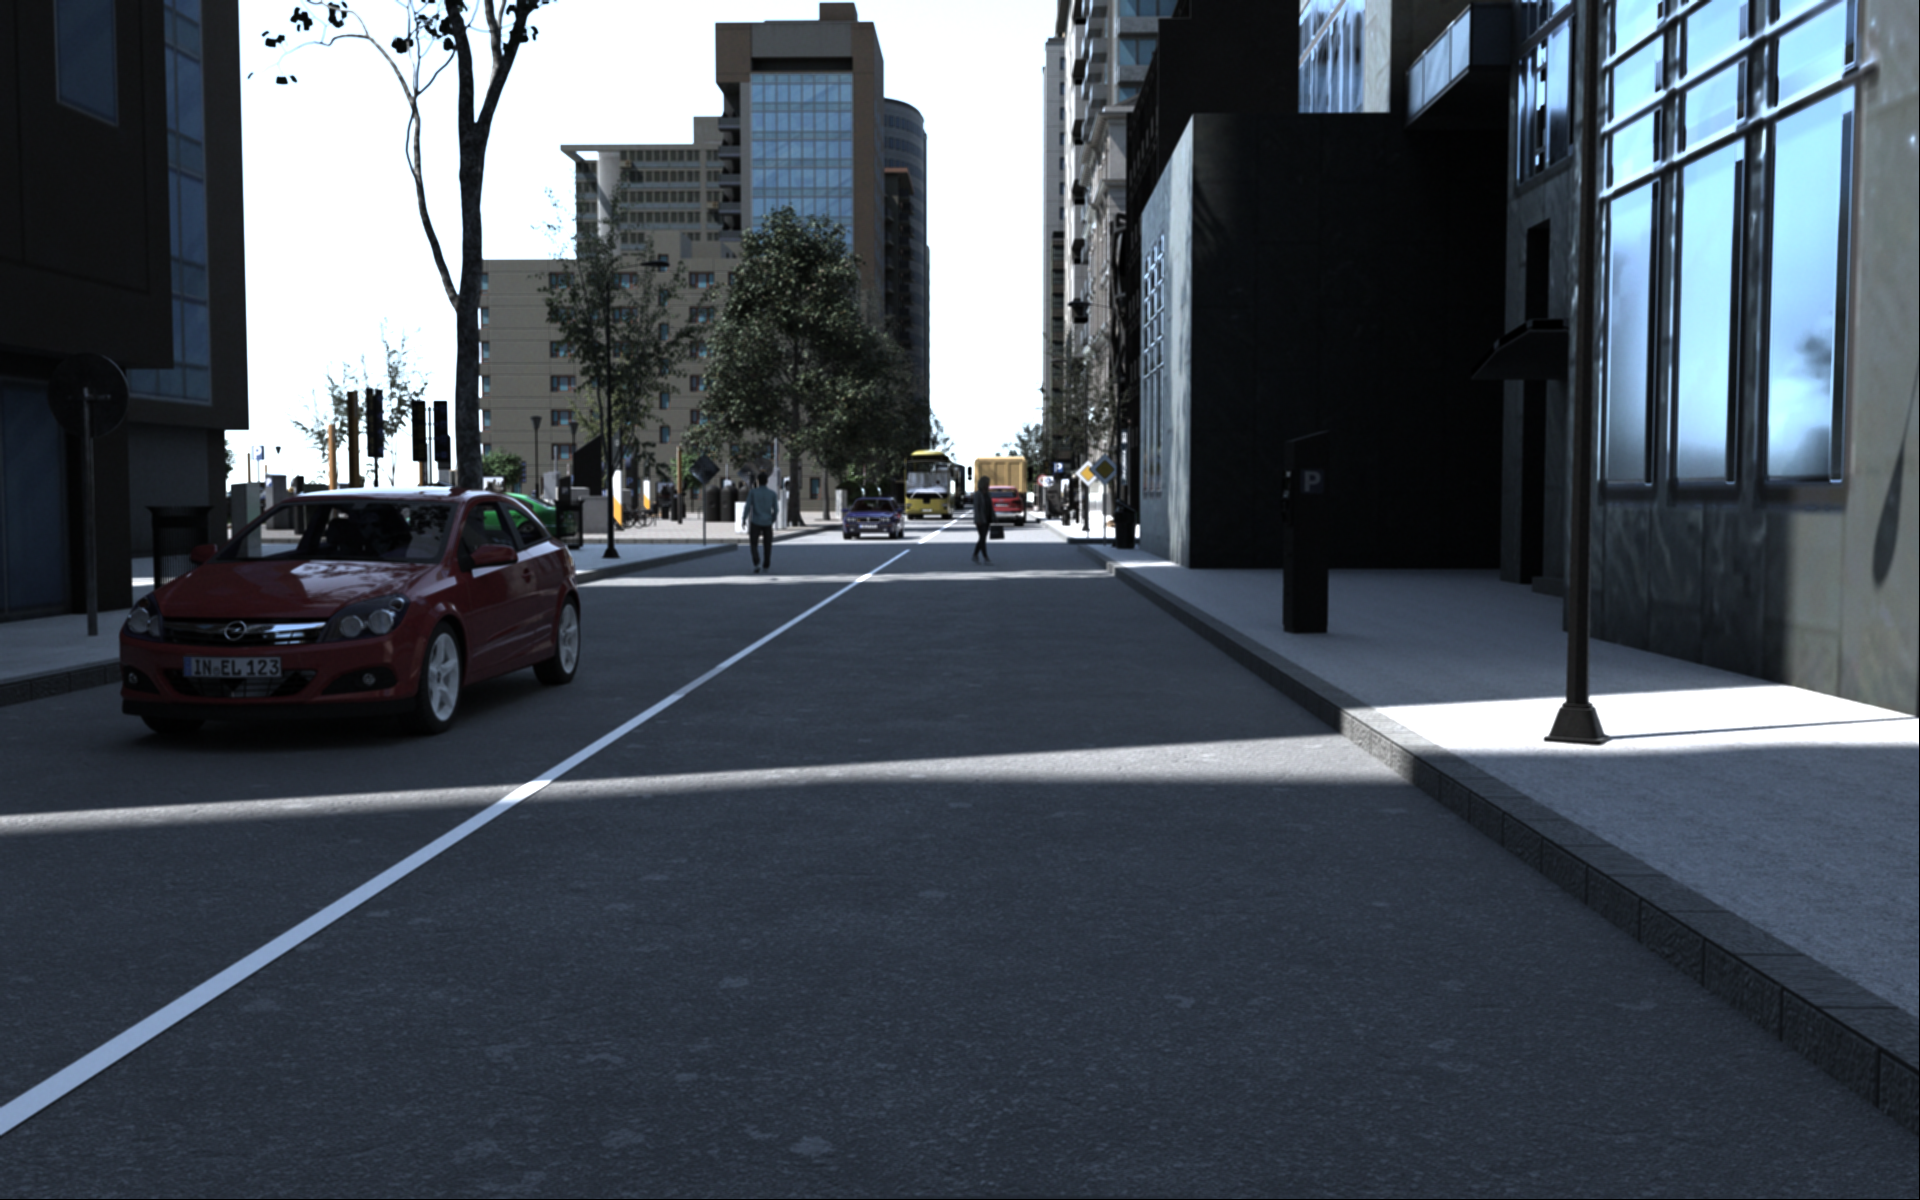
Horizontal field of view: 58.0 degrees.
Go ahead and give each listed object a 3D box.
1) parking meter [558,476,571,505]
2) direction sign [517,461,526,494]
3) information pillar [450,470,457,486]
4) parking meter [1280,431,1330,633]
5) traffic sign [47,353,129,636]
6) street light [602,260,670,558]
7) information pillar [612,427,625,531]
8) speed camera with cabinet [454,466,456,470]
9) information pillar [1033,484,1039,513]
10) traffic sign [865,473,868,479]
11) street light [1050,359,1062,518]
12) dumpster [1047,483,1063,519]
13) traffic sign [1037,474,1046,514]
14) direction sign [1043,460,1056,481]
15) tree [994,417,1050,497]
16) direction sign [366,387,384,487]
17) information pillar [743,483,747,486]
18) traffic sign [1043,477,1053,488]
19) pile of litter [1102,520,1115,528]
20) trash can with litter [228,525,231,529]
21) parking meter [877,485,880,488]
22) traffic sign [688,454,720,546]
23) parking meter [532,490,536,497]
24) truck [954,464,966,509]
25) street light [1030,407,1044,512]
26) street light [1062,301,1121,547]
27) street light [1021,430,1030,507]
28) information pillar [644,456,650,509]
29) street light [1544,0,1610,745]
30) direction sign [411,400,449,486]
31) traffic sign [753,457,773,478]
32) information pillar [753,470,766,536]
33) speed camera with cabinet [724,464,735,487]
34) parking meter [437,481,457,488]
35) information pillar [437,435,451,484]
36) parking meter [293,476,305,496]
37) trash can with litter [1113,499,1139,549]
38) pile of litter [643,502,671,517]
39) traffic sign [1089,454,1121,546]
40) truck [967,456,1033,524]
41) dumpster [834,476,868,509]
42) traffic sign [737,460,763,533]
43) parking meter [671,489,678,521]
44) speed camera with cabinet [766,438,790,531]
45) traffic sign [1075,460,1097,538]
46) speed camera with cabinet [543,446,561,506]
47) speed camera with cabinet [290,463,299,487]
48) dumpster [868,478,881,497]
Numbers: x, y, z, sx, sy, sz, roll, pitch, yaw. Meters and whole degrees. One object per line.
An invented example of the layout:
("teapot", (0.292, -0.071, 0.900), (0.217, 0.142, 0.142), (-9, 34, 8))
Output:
("parking meter", (-12.634, -3.034, 55.311), (0.399, 1.863, 0.255), (-1, 4, -17))
("direction sign", (-30.370, -7.807, 119.634), (0.876, 3.537, 0.379), (1, 4, 15))
("information pillar", (-15.199, -2.929, 52.377), (0.304, 2.012, 0.304), (2, 4, 32))
("parking meter", (3.191, -0.631, 16.031), (0.399, 1.863, 0.255), (-1, 4, -10))
("traffic sign", (-7.866, -0.950, 15.633), (0.768, 2.556, 0.104), (0, 4, 5))
("street light", (-6.469, -3.796, 34.600), (1.470, 5.913, 1.316), (0, 4, 1))
("information pillar", (-11.977, -4.228, 60.475), (0.504, 3.616, 0.183), (3, 4, 36))
("speed camera with cabinet", (-35.690, -7.813, 122.071), (0.660, 3.252, 2.038), (-1, 4, -9))
("information pillar", (5.301, -7.084, 120.321), (0.304, 2.012, 0.304), (2, 4, 26))
("traffic sign", (-5.729, -6.456, 105.555), (0.884, 2.594, 0.081), (0, 4, 5))
("street light", (3.810, -5.332, 59.719), (1.470, 5.913, 1.316), (0, 4, 1))
("dumpster", (5.078, -5.063, 88.536), (1.264, 1.857, 1.865), (0, 4, 1))
("traffic sign", (5.357, -6.836, 111.879), (0.768, 2.556, 0.104), (0, 4, 8))
("direction sign", (5.962, -7.550, 115.439), (0.876, 3.537, 0.379), (-1, 4, -22))
("tree", (7.847, -16.794, 208.992), (8.767, 10.594, 7.601), (0, 4, -6))
("direction sign", (-12.573, -2.770, 37.289), (0.379, 3.537, 0.876), (0, 4, 3))
("information pillar", (-14.551, -6.854, 116.555), (0.304, 2.012, 0.304), (1, 4, 22))
("traffic sign", (5.112, -6.008, 100.365), (0.606, 2.300, 0.079), (0, 4, 7))
("pile of litter", (6.145, -3.247, 67.053), (1.719, 0.858, 1.176), (-2, 4, -35))
("trash can with litter", (-27.071, -3.265, 64.443), (2.233, 1.210, 1.678), (1, 4, 10))
("parking meter", (-5.119, -6.189, 106.896), (0.255, 1.863, 0.399), (3, 4, 38))
("traffic sign", (-6.359, -2.412, 43.083), (0.795, 2.450, 0.064), (0, 4, 1))
("parking meter", (-27.883, -6.432, 113.568), (0.372, 1.533, 0.369), (0, 3, 0))
("truck", (-0.973, -10.823, 165.865), (2.839, 4.237, 11.283), (0, 4, 3))
("street light", (4.650, -7.358, 92.837), (1.470, 5.913, 1.316), (0, 4, 1))
("street light", (3.293, -4.239, 41.844), (1.470, 5.913, 1.316), (0, 4, 1))
("street light", (5.327, -9.381, 125.924), (1.470, 5.913, 1.316), (0, 4, 1))
("information pillar", (-19.270, -7.053, 106.677), (0.504, 3.616, 0.183), (2, 4, 35))
("street light", (2.673, -2.222, 8.866), (1.470, 5.913, 1.316), (0, 4, 1))
("direction sign", (-12.796, -3.051, 41.876), (0.876, 3.537, 0.379), (0, 4, 0))
("traffic sign", (-6.826, -3.653, 59.830), (0.768, 2.556, 0.104), (0, 4, 2))
("information pillar", (-6.165, -2.985, 53.292), (0.304, 2.012, 0.304), (-3, 4, -38))
("speed camera with cabinet", (-15.280, -7.254, 112.946), (0.660, 3.252, 2.038), (1, 4, 16))
("parking meter", (-10.094, -1.572, 34.116), (0.372, 1.533, 0.369), (0, 3, 0))
("information pillar", (-17.372, -4.096, 58.318), (0.504, 3.616, 0.183), (-3, 5, -40))
("parking meter", (-20.874, -2.998, 54.728), (0.255, 1.863, 0.399), (-3, 4, -38))
("trash can with litter", (4.128, -1.792, 40.680), (1.055, 1.170, 0.624), (1, 4, 13))
("pile of litter", (-16.896, -5.038, 96.332), (1.719, 0.858, 1.176), (0, 4, -6))
("traffic sign", (3.582, -2.398, 42.847), (0.795, 2.450, 0.064), (0, 4, 1))
("truck", (2.040, -5.621, 87.834), (3.469, 3.379, 9.791), (0, 4, 1))
("dumpster", (-5.843, -5.451, 91.614), (1.502, 2.255, 1.985), (0, 4, 1))
("traffic sign", (-6.186, -2.901, 51.067), (0.795, 2.450, 0.064), (0, 4, 1))
("parking meter", (-13.674, -4.563, 83.014), (0.372, 1.533, 0.369), (0, 3, 0))
("speed camera with cabinet", (-6.605, -4.118, 61.661), (0.660, 3.252, 2.038), (0, 4, 3))
("traffic sign", (3.756, -2.886, 50.831), (0.795, 2.450, 0.064), (0, 4, 1))
("speed camera with cabinet", (-16.848, -4.763, 72.218), (0.660, 3.252, 2.038), (0, 4, 1))
("speed camera with cabinet", (-43.321, -7.158, 111.368), (2.038, 3.252, 0.660), (0, 4, 3))
("dumpster", (-5.556, -6.233, 104.408), (1.502, 2.255, 1.985), (0, 4, 1))
